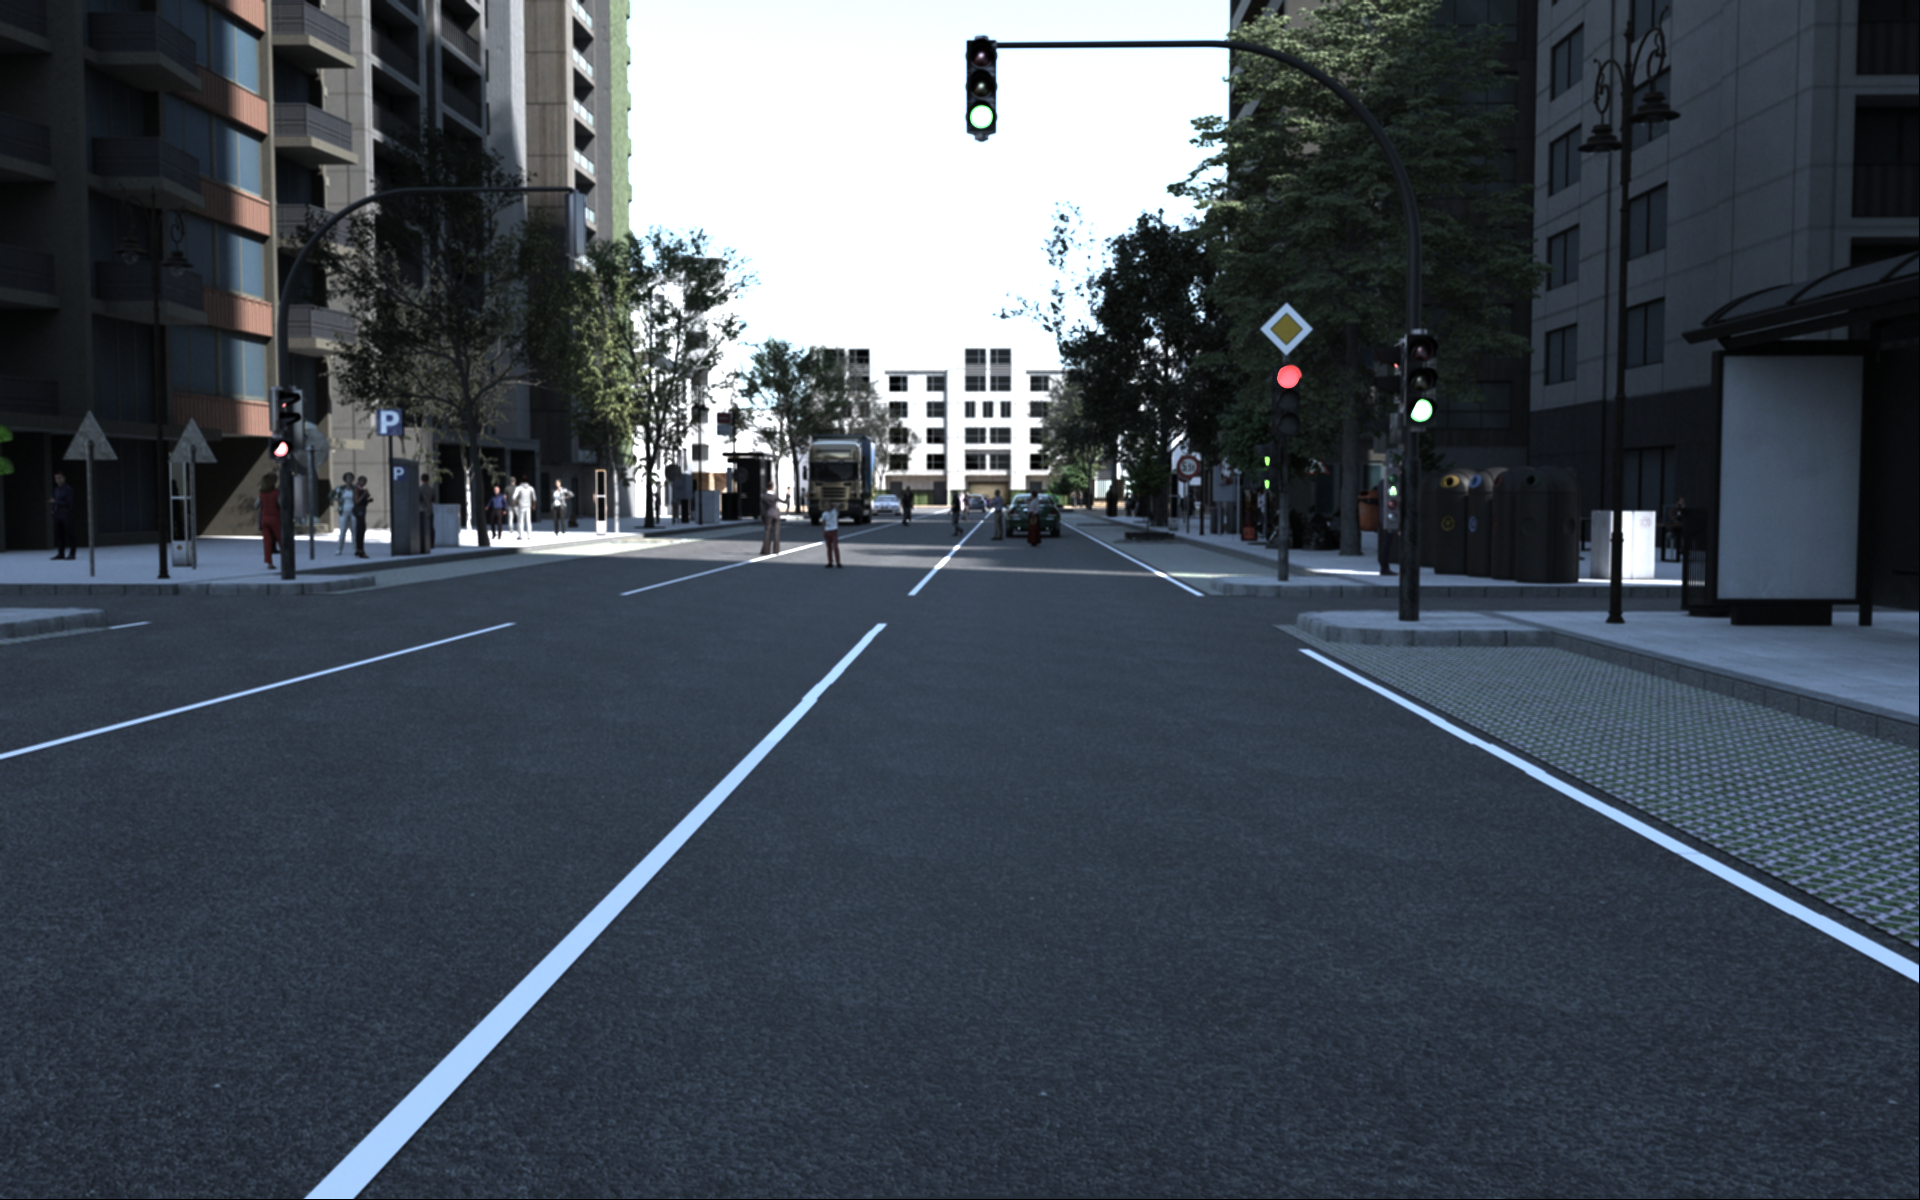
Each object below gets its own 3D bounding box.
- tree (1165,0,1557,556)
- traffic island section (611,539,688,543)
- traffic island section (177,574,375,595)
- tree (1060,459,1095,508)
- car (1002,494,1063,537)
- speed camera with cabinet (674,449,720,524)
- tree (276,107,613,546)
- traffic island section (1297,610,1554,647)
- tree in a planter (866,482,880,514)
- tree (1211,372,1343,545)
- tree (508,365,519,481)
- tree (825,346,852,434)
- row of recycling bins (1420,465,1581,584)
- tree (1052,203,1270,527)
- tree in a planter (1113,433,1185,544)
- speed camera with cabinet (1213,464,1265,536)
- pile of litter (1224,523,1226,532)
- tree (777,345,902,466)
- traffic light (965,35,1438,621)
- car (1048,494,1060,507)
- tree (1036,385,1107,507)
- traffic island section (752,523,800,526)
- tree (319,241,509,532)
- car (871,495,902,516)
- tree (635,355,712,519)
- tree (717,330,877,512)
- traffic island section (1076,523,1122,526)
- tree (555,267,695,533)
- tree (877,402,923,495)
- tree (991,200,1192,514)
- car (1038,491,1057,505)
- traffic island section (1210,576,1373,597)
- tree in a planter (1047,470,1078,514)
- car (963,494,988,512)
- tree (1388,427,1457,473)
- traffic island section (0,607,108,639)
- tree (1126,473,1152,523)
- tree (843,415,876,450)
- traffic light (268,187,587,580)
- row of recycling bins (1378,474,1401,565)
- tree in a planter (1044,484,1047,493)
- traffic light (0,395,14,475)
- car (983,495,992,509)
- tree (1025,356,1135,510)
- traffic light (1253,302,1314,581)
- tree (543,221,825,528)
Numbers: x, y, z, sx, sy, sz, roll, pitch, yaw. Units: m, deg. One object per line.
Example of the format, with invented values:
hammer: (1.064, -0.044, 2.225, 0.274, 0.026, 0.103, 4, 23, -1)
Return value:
tree: (8.105, -7.173, 35.398, 7.486, 12.596, 7.792, 0, 3, 0)
traffic island section: (-9.072, -1.717, 50.946, 1.991, 0.108, 1.994, 0, 4, 2)
traffic island section: (-10.101, -0.228, 26.003, 2.009, 0.180, 2.903, 0, 4, 2)
tree: (10.827, -10.756, 159.567, 4.285, 4.588, 4.351, 0, 3, 0)
car: (2.457, -2.881, 58.902, 2.131, 1.459, 4.920, 0, 4, 2)
speed camera with cabinet: (-11.522, -4.984, 75.830, 2.038, 3.252, 0.660, 1, 4, 22)
tree: (-12.014, -6.599, 42.306, 7.601, 10.594, 8.767, 1, 4, 13)
traffic island section: (4.570, 0.286, 17.600, 2.009, 0.180, 2.903, 0, 4, 2)
tree in a planter: (-6.916, -7.978, 127.665, 1.991, 3.239, 1.994, 0, 4, 2)
tree: (8.070, -3.685, 43.959, 4.285, 4.588, 4.351, 0, 3, 0)
tree: (-16.480, -6.556, 57.556, 4.360, 8.622, 3.978, 0, 3, 0)
tree: (-10.585, -11.338, 111.137, 9.928, 11.665, 9.643, 0, 3, 0)
row of recycling bins: (8.331, -1.183, 26.458, 1.069, 1.692, 3.534, -1, 4, -10)
tree: (8.133, -9.264, 68.468, 9.611, 12.733, 9.660, 0, 3, 0)
tree in a planter: (5.490, -3.259, 50.510, 1.991, 3.239, 1.994, 0, 4, 2)
speed camera with cabinet: (8.826, -3.607, 53.302, 2.038, 3.252, 0.660, 0, 4, 5)
pile of litter: (9.506, -2.799, 59.733, 1.719, 0.858, 1.176, -2, 4, -32)
tree: (-9.815, -14.100, 140.898, 12.009, 13.543, 11.850, 0, 3, 0)
traffic light: (2.437, -2.614, 17.404, 4.771, 5.953, 1.251, 0, 4, 2)
car: (8.523, -9.501, 164.133, 1.959, 1.807, 4.718, 0, 4, 0)
tree: (11.585, -15.766, 175.894, 7.486, 12.596, 7.792, 0, 3, 0)
traffic island section: (-8.310, -3.397, 78.403, 1.991, 0.108, 1.994, 0, 4, 2)
tree: (-16.050, -6.093, 49.976, 4.360, 8.622, 3.978, 0, 3, 0)
car: (-4.927, -6.341, 116.045, 2.083, 1.381, 4.827, 0, 4, 1)
tree: (-14.981, -8.553, 90.204, 4.360, 8.622, 3.978, 0, 3, 0)
tree: (-10.756, -10.097, 99.500, 8.767, 10.594, 7.601, 3, 5, 40)
traffic island section: (6.268, -3.388, 78.266, 1.991, 0.108, 1.994, 0, 4, 2)
tree: (-11.075, -6.493, 56.527, 4.737, 8.622, 4.395, 0, 3, 0)
tree: (-8.144, -14.731, 175.271, 8.767, 10.594, 7.601, -1, 4, -9)
tree: (8.883, -15.706, 112.686, 12.611, 20.169, 13.585, 0, 3, 0)
car: (3.839, -4.646, 86.185, 2.015, 1.641, 3.980, 0, 4, 0)
traffic island section: (4.794, -0.202, 25.582, 2.009, 0.180, 2.903, 0, 4, 2)
tree in a planter: (7.651, -7.970, 127.537, 1.991, 3.239, 1.994, 0, 4, 2)
car: (1.184, -7.690, 137.733, 2.014, 1.417, 4.499, 0, 4, 2)
tree: (11.464, -2.961, 43.012, 1.663, 3.219, 1.824, 0, 3, 0)
traffic island section: (-10.325, 0.261, 18.021, 2.009, 0.180, 2.903, 0, 4, 2)
tree: (8.140, -5.081, 77.676, 1.663, 3.219, 1.824, 0, 3, 0)
tree: (-9.561, -12.900, 161.273, 4.360, 8.622, 3.978, 0, 3, 0)
traffic light: (-7.968, -3.130, 25.844, 4.771, 5.953, 1.251, 0, 4, 2)
row of recycling bins: (8.505, -1.453, 30.863, 1.069, 1.692, 3.534, -1, 4, -13)
tree in a planter: (8.409, -9.618, 154.470, 1.991, 3.239, 1.994, 0, 4, 2)
traffic light: (-10.286, -1.772, 17.885, 0.839, 4.253, 0.868, 0, 4, 2)
car: (2.129, -9.507, 168.012, 1.945, 1.354, 3.894, 0, 4, 0)
tree: (10.249, -13.909, 137.776, 12.009, 13.543, 11.850, 0, 3, 0)
traffic light: (4.754, -2.235, 25.469, 0.839, 4.253, 0.868, 0, 4, 2)
tree: (-11.533, -8.512, 64.931, 9.928, 11.665, 9.643, 0, 3, 0)
